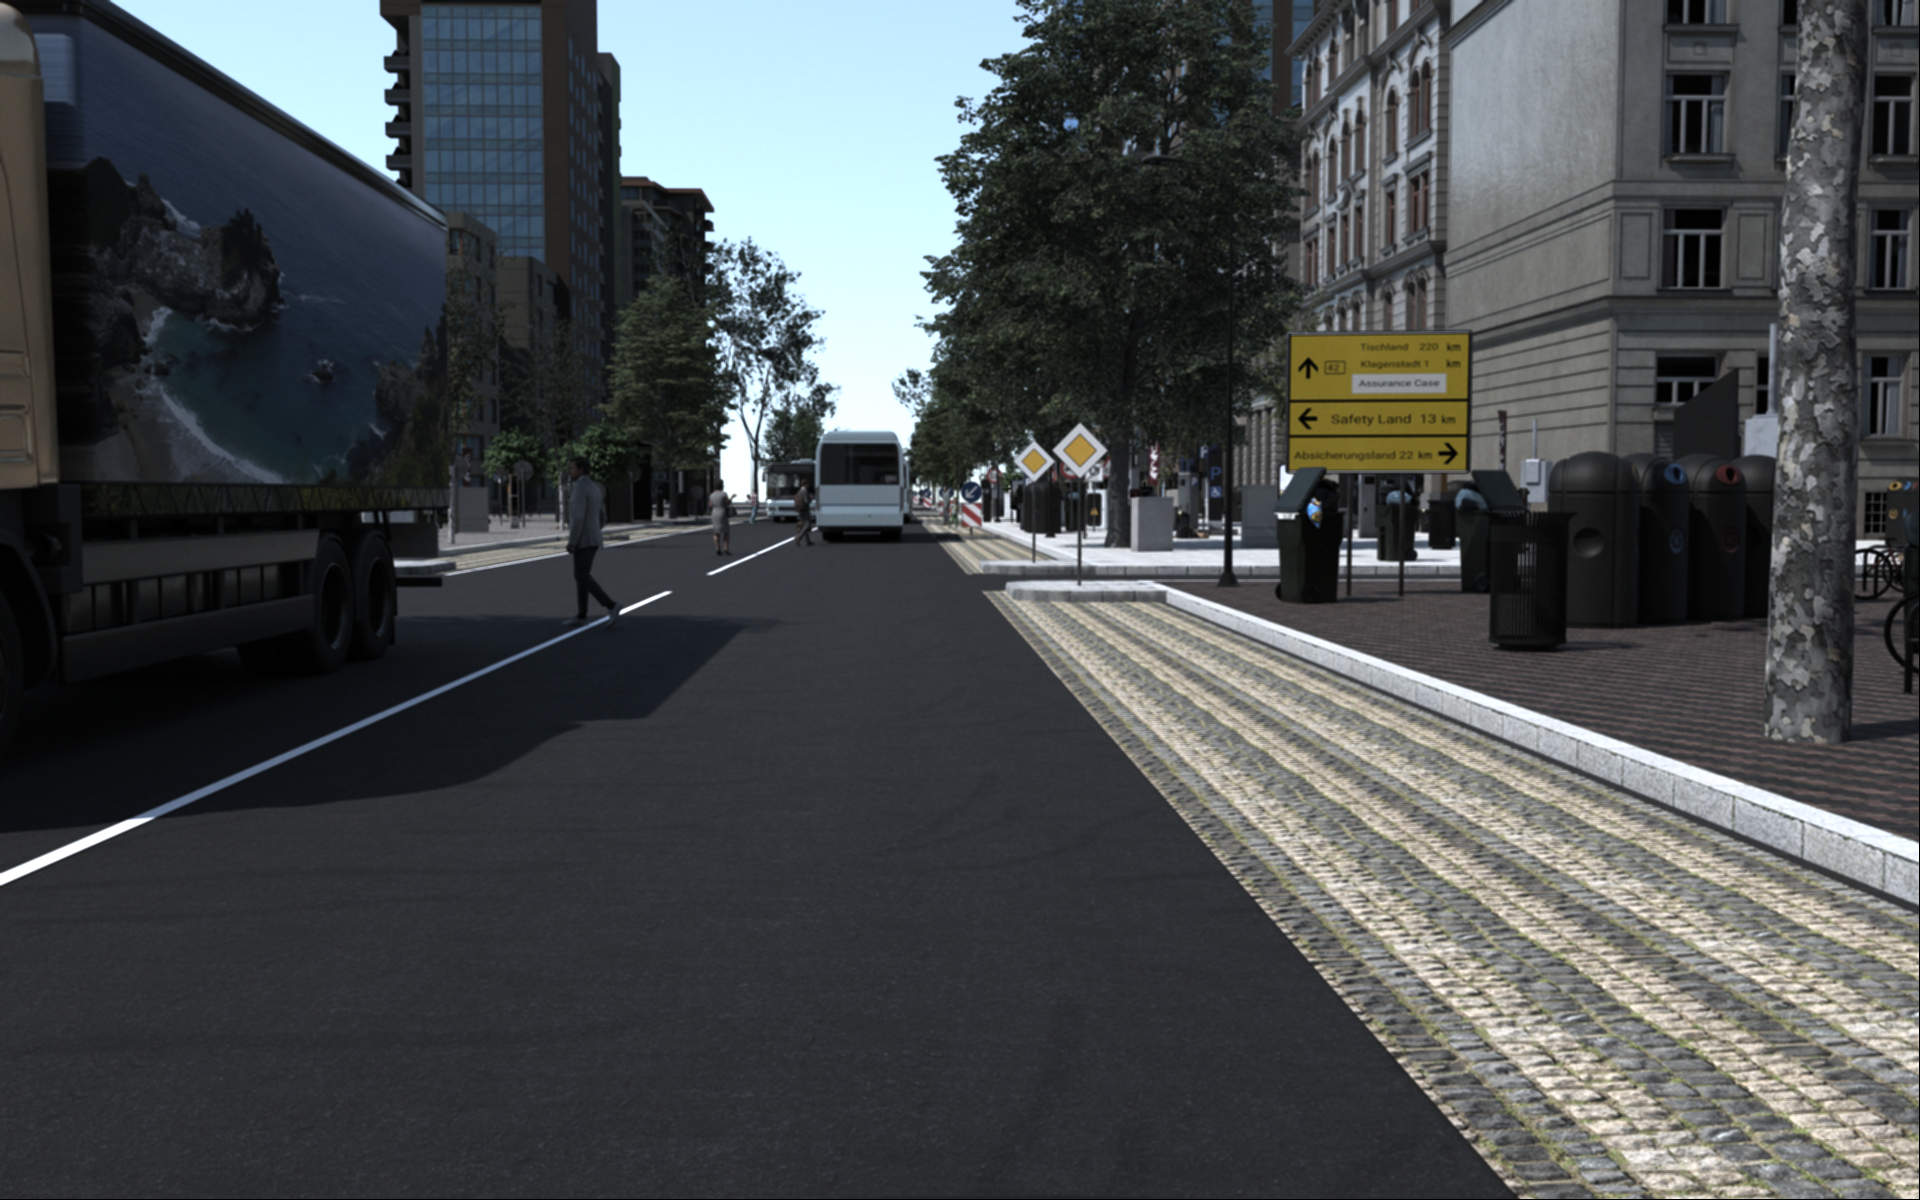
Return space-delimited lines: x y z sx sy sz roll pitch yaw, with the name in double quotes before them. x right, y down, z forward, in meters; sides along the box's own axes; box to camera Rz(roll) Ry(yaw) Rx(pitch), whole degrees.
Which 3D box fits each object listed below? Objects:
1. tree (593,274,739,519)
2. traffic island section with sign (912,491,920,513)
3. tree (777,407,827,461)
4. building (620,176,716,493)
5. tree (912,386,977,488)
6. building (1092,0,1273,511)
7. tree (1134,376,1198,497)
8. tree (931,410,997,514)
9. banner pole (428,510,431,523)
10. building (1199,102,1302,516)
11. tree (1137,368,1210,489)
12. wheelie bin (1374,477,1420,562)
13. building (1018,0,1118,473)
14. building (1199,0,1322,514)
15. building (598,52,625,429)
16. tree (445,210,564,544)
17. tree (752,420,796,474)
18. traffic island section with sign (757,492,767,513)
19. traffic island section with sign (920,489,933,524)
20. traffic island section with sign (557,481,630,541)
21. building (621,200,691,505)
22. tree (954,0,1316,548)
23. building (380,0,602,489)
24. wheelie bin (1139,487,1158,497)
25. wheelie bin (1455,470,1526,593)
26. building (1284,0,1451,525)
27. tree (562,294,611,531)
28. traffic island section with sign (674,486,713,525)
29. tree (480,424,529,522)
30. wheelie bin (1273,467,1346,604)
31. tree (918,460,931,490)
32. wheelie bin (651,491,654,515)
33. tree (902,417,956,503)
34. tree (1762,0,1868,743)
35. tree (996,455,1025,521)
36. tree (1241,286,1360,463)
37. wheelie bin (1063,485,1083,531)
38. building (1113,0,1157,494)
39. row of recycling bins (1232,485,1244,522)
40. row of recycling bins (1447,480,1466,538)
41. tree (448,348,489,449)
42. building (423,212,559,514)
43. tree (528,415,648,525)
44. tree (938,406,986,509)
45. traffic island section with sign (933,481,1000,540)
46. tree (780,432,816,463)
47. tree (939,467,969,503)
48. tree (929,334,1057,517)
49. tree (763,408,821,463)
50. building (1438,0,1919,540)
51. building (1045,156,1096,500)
"tree" -15.312 -10.527 90.243 7.486 12.596 7.792 0 3 0
"traffic island section with sign" -2.617 -7.542 131.943 1.989 1.847 2.006 0 4 -2
"tree" -20.095 -18.756 224.791 7.486 12.596 7.792 0 3 0
"building" -45.877 -35.868 241.060 22.147 44.769 28.867 0 4 -2
"tree" -0.963 -15.174 166.219 7.486 12.596 7.792 0 3 0
"building" 20.115 -31.342 162.555 14.600 45.320 14.200 0 4 -2
"tree" 12.304 -9.284 102.161 4.360 8.622 3.978 0 3 0
"tree" 1.216 -9.762 109.971 4.360 8.622 3.978 0 3 0
"banner pole" -17.056 -3.997 55.368 0.401 3.779 0.863 -2 4 -32
"building" 20.642 -16.469 98.147 11.050 23.489 19.941 0 4 -2
"tree" 10.066 -7.843 78.599 4.737 8.622 4.395 0 3 0
"wheelie bin" 8.341 -1.540 33.091 0.693 1.594 0.980 -1 4 -16
"building" 20.703 -57.319 249.828 22.319 86.520 31.000 0 4 -2
"building" 21.115 -28.614 117.952 14.600 45.320 14.200 0 4 -2
"building" -38.394 -28.864 155.524 14.154 41.232 14.086 0 4 -2
"tree" -13.344 -5.760 44.541 4.360 8.622 3.978 0 3 0
"tree" -18.075 -13.292 167.694 4.737 8.622 4.395 0 3 0
"traffic island section with sign" -14.107 -7.393 129.507 1.989 1.847 2.006 0 4 -2
"traffic island section with sign" -0.767 -4.489 82.017 1.989 1.847 2.006 0 4 -2
"traffic island section with sign" -11.315 -2.753 53.636 1.989 1.847 2.006 0 4 -2
"building" -49.678 -31.969 214.575 32.217 40.220 23.993 0 4 -2
"tree" 3.903 -8.227 41.165 9.857 13.997 8.962 0 3 0
"building" -37.525 -30.042 141.305 14.600 45.320 14.200 0 4 -2
"wheelie bin" 7.779 -3.946 72.432 0.980 1.594 0.693 0 4 5
"wheelie bin" 6.934 -0.910 22.791 0.980 1.594 0.693 -2 4 -30
"building" 23.643 -17.675 76.379 14.401 28.519 23.554 0 4 -2
"tree" -14.020 -6.724 60.292 4.360 8.622 3.978 0 3 0
"traffic island section with sign" -12.325 -4.439 81.202 1.989 1.847 2.006 0 4 -2
"tree" -20.692 -5.952 81.033 4.285 4.588 4.351 0 3 0
"wheelie bin" 4.141 -0.772 20.524 0.693 1.594 0.980 -1 4 -18
"tree" -3.040 -16.390 218.338 4.360 8.622 3.978 0 3 0
"wheelie bin" -16.193 -4.976 89.268 0.980 1.594 0.693 -3 4 -38
"tree" -4.469 -20.335 249.485 9.611 12.733 9.660 0 3 0
"tree" 5.688 -9.385 9.334 12.611 20.169 13.585 0 3 0
"tree" 2.440 -5.385 82.653 1.663 3.219 1.824 0 3 0
"tree" 11.761 -6.738 60.527 4.737 8.622 4.395 0 3 0
"wheelie bin" 3.969 -3.176 59.844 0.693 1.594 0.980 -1 4 -19
"building" 24.371 -31.844 140.259 23.786 49.044 30.456 0 4 -2
"row of recycling bins" 13.883 -4.422 79.419 3.534 1.692 1.069 -2 4 -33
"row of recycling bins" 15.299 -2.780 52.571 1.069 1.692 3.534 1 4 23
"tree" -25.183 -8.197 84.387 4.737 8.622 4.395 0 3 0
"building" -44.634 -16.829 120.198 27.650 21.520 28.899 0 4 -2
"tree" -14.598 -5.376 71.615 4.285 4.588 4.351 0 3 0
"tree" 0.057 -11.421 137.099 4.737 8.622 4.395 0 3 0
"traffic island section with sign" 0.226 -2.839 55.048 1.989 1.847 2.006 0 4 -2
"tree" -19.050 -15.358 201.471 4.360 8.622 3.978 0 3 0
"tree" -0.526 -11.579 173.031 4.285 4.588 4.351 0 3 0
"tree" 1.856 -10.485 97.181 9.928 11.665 9.643 0 3 0
"tree" -20.122 -17.240 207.636 9.928 11.665 9.643 0 3 0
"building" 31.766 -13.547 54.778 30.059 22.955 16.112 0 4 -2
"building" 21.623 -34.655 221.238 22.147 44.769 28.867 0 4 -2
